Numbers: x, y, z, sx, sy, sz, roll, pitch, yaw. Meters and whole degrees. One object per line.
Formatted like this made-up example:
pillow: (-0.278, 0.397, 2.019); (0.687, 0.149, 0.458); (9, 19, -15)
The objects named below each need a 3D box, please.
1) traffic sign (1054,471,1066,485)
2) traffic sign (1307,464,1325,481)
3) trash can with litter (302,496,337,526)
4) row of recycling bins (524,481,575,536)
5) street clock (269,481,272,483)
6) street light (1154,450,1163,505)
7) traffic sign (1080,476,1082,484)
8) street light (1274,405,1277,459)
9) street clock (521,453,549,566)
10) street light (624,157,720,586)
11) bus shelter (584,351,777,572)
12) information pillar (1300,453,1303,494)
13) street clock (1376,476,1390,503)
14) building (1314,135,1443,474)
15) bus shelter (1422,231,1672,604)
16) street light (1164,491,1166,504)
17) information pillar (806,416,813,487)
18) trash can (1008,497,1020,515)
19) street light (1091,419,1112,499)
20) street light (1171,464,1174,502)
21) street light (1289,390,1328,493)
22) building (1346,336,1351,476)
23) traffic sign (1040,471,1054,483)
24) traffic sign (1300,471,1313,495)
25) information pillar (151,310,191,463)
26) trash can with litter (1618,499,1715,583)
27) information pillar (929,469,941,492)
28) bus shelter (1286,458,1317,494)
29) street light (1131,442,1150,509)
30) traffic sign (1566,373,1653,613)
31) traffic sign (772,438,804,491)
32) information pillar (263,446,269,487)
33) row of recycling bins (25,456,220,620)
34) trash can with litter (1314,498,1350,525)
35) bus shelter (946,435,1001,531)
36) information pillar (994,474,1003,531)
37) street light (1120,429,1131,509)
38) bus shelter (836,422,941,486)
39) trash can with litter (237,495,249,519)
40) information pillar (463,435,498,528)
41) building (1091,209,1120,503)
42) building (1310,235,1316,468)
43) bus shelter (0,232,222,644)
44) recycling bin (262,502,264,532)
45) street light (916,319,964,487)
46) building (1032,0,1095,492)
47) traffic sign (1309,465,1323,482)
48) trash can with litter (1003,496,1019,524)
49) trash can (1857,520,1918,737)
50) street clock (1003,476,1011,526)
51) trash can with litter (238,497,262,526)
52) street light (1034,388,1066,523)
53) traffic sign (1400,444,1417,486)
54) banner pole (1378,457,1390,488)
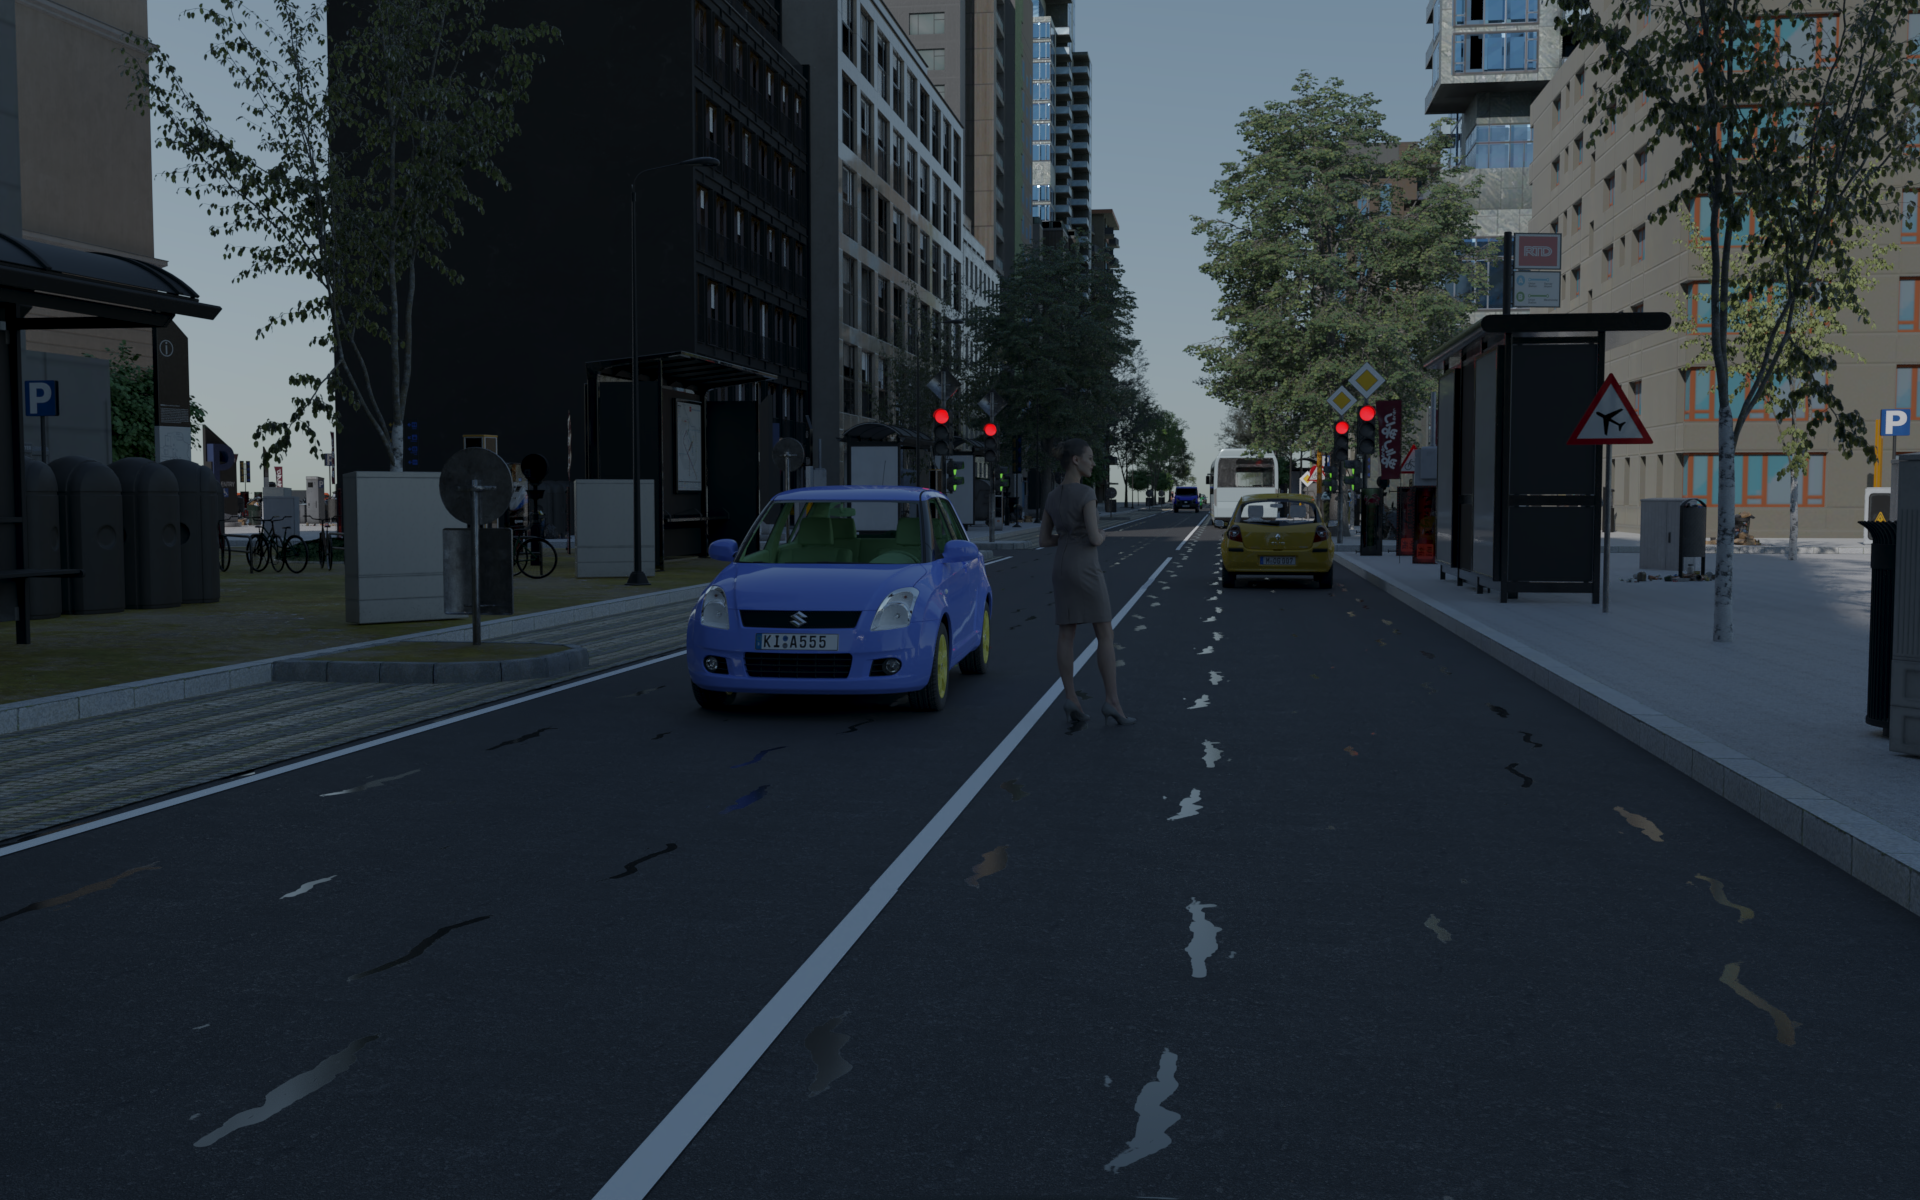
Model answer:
traffic sign: (5.528, -5.781, 94.630); (0.768, 2.556, 0.104); (1, 4, 12)
traffic sign: (14.699, -4.354, 71.197); (0.884, 2.594, 0.081); (1, 4, 13)
trash can with litter: (-25.520, -3.579, 69.577); (2.233, 1.210, 1.678); (-1, 4, -16)
row of recycling bins: (-12.501, -2.831, 53.392); (1.069, 1.692, 3.534); (0, 4, 6)
street clock: (-39.522, -5.803, 99.451); (0.471, 2.002, 0.358); (-3, 5, -40)
street light: (20.296, -12.811, 181.998); (1.470, 5.913, 1.316); (1, 4, 9)
traffic sign: (6.204, -5.520, 92.383); (0.606, 2.300, 0.079); (1, 4, 18)
street light: (16.478, -7.134, 89.189); (1.470, 5.913, 1.316); (1, 4, 9)
street clock: (-7.600, -1.617, 31.015); (0.471, 2.002, 0.358); (0, 4, -4)
street light: (-4.002, -3.154, 24.114); (1.470, 5.913, 1.316); (1, 4, 9)
bus shelter: (-4.951, -2.469, 31.645); (1.731, 3.624, 6.357); (1, 4, 9)
information pillar: (18.063, -6.139, 91.732); (0.183, 3.616, 0.504); (1, 4, 17)
street clock: (16.668, -3.896, 68.268); (0.471, 2.002, 0.358); (-1, 4, -17)
building: (51.643, -34.585, 215.569); (14.600, 45.320, 14.200); (1, 4, 9)
bus shelter: (7.781, -2.856, 24.321); (2.179, 5.291, 8.768); (1, 4, 9)
street light: (23.544, -14.164, 204.130); (1.470, 5.913, 1.316); (1, 4, 9)
information pillar: (-4.488, -3.685, 51.608); (0.183, 3.616, 0.504); (-1, 4, -21)
trash can: (2.597, -4.520, 85.555); (0.748, 1.137, 0.748); (0, 3, 0)
street light: (8.462, -8.141, 105.649); (1.470, 5.913, 1.316); (1, 4, 9)
street light: (28.199, -15.980, 233.807); (1.470, 5.913, 1.316); (1, 4, 9)
street light: (12.031, -5.316, 59.462); (1.470, 5.913, 1.316); (1, 4, 9)
building: (52.677, -19.802, 168.797); (27.650, 21.520, 28.899); (1, 4, 9)
traffic sign: (4.566, -5.550, 90.851); (0.768, 2.556, 0.104); (1, 4, 18)
traffic sign: (17.391, -5.231, 86.715); (0.795, 2.450, 0.064); (1, 4, 11)
information pillar: (-9.683, -1.831, 21.291); (0.183, 3.616, 0.504); (2, 4, 24)
trash can with litter: (10.560, -0.902, 25.800); (2.233, 1.210, 1.678); (-2, 4, -29)
information pillar: (-0.717, -2.887, 51.698); (0.304, 2.012, 0.304); (3, 5, 41)
bus shelter: (19.789, -6.454, 99.439); (2.014, 3.302, 5.546); (1, 4, 9)
street light: (15.730, -10.995, 152.307); (1.470, 5.913, 1.316); (1, 4, 9)
traffic sign: (6.989, -1.142, 18.680); (0.884, 2.594, 0.081); (1, 4, 13)
traffic sign: (-3.899, -2.391, 39.201); (0.768, 2.556, 0.104); (1, 4, 16)
information pillar: (-34.146, -5.742, 85.240); (0.183, 3.616, 0.504); (0, 4, 1)
row of recycling bins: (-9.445, -0.737, 19.158); (1.069, 1.692, 3.534); (1, 4, 12)
trash can with litter: (15.223, -3.751, 72.383); (2.233, 1.210, 1.678); (1, 4, 17)
bus shelter: (0.122, -4.199, 62.573); (2.014, 3.302, 5.546); (1, 4, 9)
information pillar: (1.339, -3.437, 60.691); (0.304, 2.012, 0.304); (0, 4, -2)
street light: (11.048, -9.137, 121.926); (1.470, 5.913, 1.316); (1, 4, 9)
bus shelter: (-2.069, -3.512, 51.352); (2.014, 3.302, 5.546); (1, 4, 9)
trash can with litter: (-36.838, -4.689, 87.718); (1.678, 1.210, 2.233); (1, 4, 23)
information pillar: (-5.979, -1.049, 21.646); (0.304, 2.012, 0.304); (1, 4, 18)
building: (12.350, -37.011, 259.759); (22.147, 44.769, 28.867); (1, 4, 9)
building: (56.429, -34.244, 243.489); (14.154, 41.232, 14.086); (1, 4, 9)
bus shelter: (-7.680, -1.117, 12.188); (2.014, 3.302, 5.546); (1, 4, 9)
recycling bin: (-23.163, -2.820, 58.662); (0.722, 1.027, 0.722); (0, 4, -7)
street light: (-0.591, -4.509, 46.255); (1.470, 5.913, 1.316); (1, 4, 9)
building: (7.255, -56.034, 228.834); (22.319, 86.520, 31.000); (1, 4, 9)
traffic sign: (15.455, -4.562, 74.702); (0.768, 2.556, 0.104); (1, 4, 17)
trash can with litter: (1.741, -3.924, 75.213); (1.678, 1.210, 2.233); (1, 4, 19)
trash can: (5.118, 0.156, 9.099); (0.748, 1.137, 0.748); (0, 3, 0)
street clock: (1.909, -4.019, 70.274); (0.358, 2.002, 0.471); (0, 4, 7)
trash can with litter: (-28.923, -3.610, 70.407); (1.055, 1.170, 0.624); (0, 3, 0)
street light: (3.934, -6.325, 75.952); (1.470, 5.913, 1.316); (1, 4, 9)
traffic sign: (11.850, -2.770, 45.285); (0.884, 2.594, 0.081); (1, 4, 17)
banner pole: (19.158, -5.412, 78.504); (0.401, 3.779, 0.863); (-3, 4, -37)
